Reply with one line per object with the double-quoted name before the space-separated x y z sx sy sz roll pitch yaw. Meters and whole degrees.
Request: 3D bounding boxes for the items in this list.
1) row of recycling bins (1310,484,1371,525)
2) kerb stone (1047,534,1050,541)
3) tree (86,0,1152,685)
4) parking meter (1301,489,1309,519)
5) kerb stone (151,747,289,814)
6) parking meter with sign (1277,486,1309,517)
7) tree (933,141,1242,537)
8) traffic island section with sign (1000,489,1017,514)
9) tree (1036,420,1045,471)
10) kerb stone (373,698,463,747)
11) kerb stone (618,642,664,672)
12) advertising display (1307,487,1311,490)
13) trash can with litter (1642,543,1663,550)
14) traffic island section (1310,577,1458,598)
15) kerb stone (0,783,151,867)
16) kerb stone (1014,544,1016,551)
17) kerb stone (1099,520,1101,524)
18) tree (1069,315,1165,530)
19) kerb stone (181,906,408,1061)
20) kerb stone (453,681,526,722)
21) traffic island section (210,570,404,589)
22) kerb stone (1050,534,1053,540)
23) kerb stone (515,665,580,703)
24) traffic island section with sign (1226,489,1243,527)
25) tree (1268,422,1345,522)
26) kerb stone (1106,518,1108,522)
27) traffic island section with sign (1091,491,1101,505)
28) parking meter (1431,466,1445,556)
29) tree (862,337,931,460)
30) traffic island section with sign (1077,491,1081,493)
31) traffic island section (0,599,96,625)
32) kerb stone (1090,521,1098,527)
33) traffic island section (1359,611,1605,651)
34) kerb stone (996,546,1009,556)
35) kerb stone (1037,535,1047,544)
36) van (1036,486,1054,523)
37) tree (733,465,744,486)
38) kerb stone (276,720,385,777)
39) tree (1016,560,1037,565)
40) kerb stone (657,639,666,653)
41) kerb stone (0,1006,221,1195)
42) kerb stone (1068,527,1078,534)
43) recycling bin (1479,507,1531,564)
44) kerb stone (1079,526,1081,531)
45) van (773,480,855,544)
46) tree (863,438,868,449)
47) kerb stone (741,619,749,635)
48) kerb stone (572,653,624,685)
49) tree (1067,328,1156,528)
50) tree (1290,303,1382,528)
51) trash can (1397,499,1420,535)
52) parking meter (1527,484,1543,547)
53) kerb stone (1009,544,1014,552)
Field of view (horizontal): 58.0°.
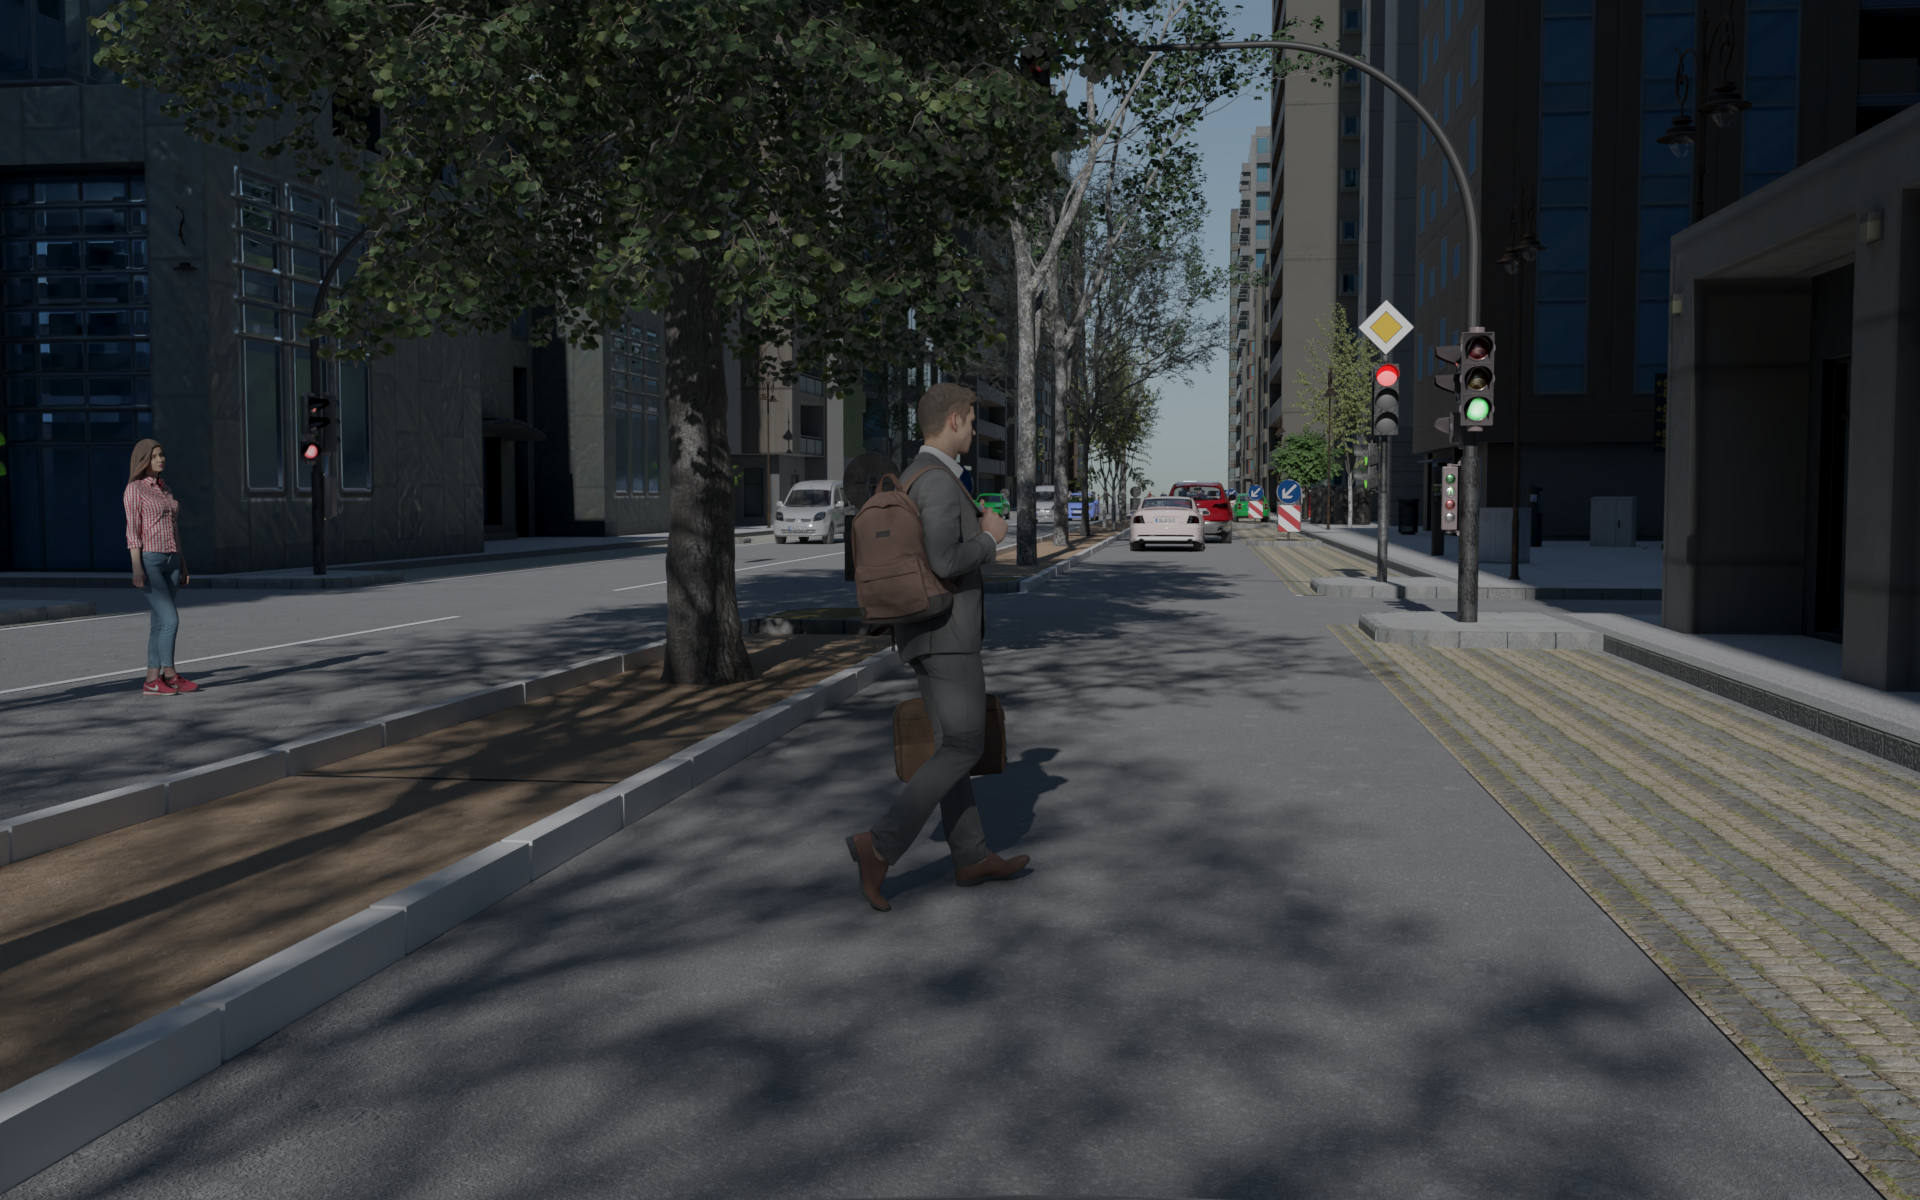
"row of recycling bins" 16.062 -4.046 73.271 1.069 1.692 3.534 -2 4 -26
"kerb stone" 2.532 -1.846 52.414 0.120 0.150 1.000 0 4 8
"tree" -1.931 -6.335 12.693 9.857 13.997 8.962 0 3 0
"parking meter" 17.577 -4.879 88.185 0.372 1.533 0.369 0 3 0
"kerb stone" -3.510 0.858 8.208 0.120 0.150 1.000 0 4 8
"parking meter with sign" 18.571 -6.136 96.582 1.738 3.016 0.543 1 4 10
"tree" 4.229 -8.903 58.393 12.009 13.543 11.850 0 3 0
"traffic island section with sign" 3.267 -7.184 126.087 1.989 1.847 2.006 0 4 8
"tree" 6.705 -13.600 172.724 4.737 8.622 4.395 0 3 0
"kerb stone" -3.226 0.731 10.248 0.120 0.150 1.000 0 4 8
"kerb stone" -2.674 0.485 14.311 0.120 0.150 1.000 0 4 8
"advertising display" 19.973 -5.760 99.390 0.123 1.923 0.974 0 4 1
"trash can with litter" 16.749 -1.741 39.527 1.678 1.210 2.233 -3 5 -40
"traffic island section" 6.189 -0.185 25.310 2.009 0.180 2.903 0 4 8
"kerb stone" -3.650 0.918 7.188 0.120 0.150 1.000 0 4 8
"kerb stone" 1.281 -1.288 43.257 0.120 0.150 1.000 0 4 8
"kerb stone" 6.278 -3.525 79.836 0.120 0.150 1.000 0 4 8
"tree" 6.145 -7.089 68.727 4.360 8.622 3.978 0 3 0
"kerb stone" -1.846 1.062 4.875 0.120 0.150 1.000 0 4 8
"kerb stone" -3.094 0.670 11.270 0.120 0.150 1.000 0 4 8
"traffic island section" -10.200 -0.322 27.547 2.009 0.180 2.903 0 4 8
"kerb stone" 2.675 -1.911 53.441 0.120 0.150 1.000 0 4 8
"kerb stone" -2.950 0.606 12.282 0.120 0.150 1.000 0 4 8
"traffic island section with sign" 12.613 -4.040 74.679 1.989 1.847 2.006 0 4 8
"tree" 15.746 -5.833 79.076 4.285 4.588 4.351 0 3 0
"kerb stone" 7.114 -3.894 85.928 0.120 0.150 1.000 0 4 8
"traffic island section with sign" 18.124 -13.826 234.689 1.989 1.847 2.006 0 4 8
"parking meter" 9.972 -1.859 36.110 0.255 1.863 0.399 1 4 14
"tree" -3.917 -9.731 93.522 7.601 10.594 8.767 0 4 1
"traffic island section with sign" 14.384 -12.155 207.363 1.989 1.847 2.006 0 4 8
"traffic island section" -11.282 0.162 19.635 2.009 0.180 2.903 0 4 8
"kerb stone" 6.004 -3.401 77.809 0.120 0.150 1.000 0 4 8
"traffic island section" 5.107 0.299 17.398 2.009 0.180 2.903 0 4 8
"kerb stone" 1.001 -1.159 41.230 0.120 0.150 1.000 0 4 8
"kerb stone" 2.397 -1.786 51.401 0.120 0.150 1.000 0 4 8
"van" 4.208 -4.720 84.186 2.013 2.044 4.112 1 4 9
"tree" -8.607 -4.027 60.438 1.663 3.219 1.824 0 3 0
"kerb stone" -3.370 0.796 9.227 0.120 0.150 1.000 0 4 8
"tree" 2.427 -10.689 33.109 12.611 20.169 13.585 0 3 0
"kerb stone" -2.538 0.420 15.324 0.120 0.150 1.000 0 4 8
"kerb stone" -1.980 1.125 3.852 0.120 0.150 1.000 0 4 8
"kerb stone" 4.199 -2.594 64.612 0.120 0.150 1.000 0 4 8
"recycling bin" 10.150 -1.206 32.273 0.722 1.027 0.722 3 5 43
"kerb stone" 4.474 -2.718 66.640 0.120 0.150 1.000 0 4 8
"van" -4.248 -2.679 50.814 2.013 2.044 4.112 1 4 9
"tree" -5.756 -6.122 83.810 4.285 4.588 4.351 0 3 0
"kerb stone" -2.259 0.296 17.351 0.120 0.150 1.000 0 4 8
"kerb stone" -2.823 0.544 13.296 0.120 0.150 1.000 0 4 8
"tree" 6.984 -7.727 79.162 4.737 8.622 4.395 0 3 0
"tree" 14.806 -7.066 65.887 4.737 8.622 4.395 0 3 0
"trash can" 14.137 -2.628 54.614 0.748 1.137 0.748 0 3 0
"parking meter" 13.944 -2.057 42.039 0.372 1.533 0.369 0 3 0
"kerb stone" 1.139 -1.226 42.245 0.120 0.150 1.000 0 4 8
